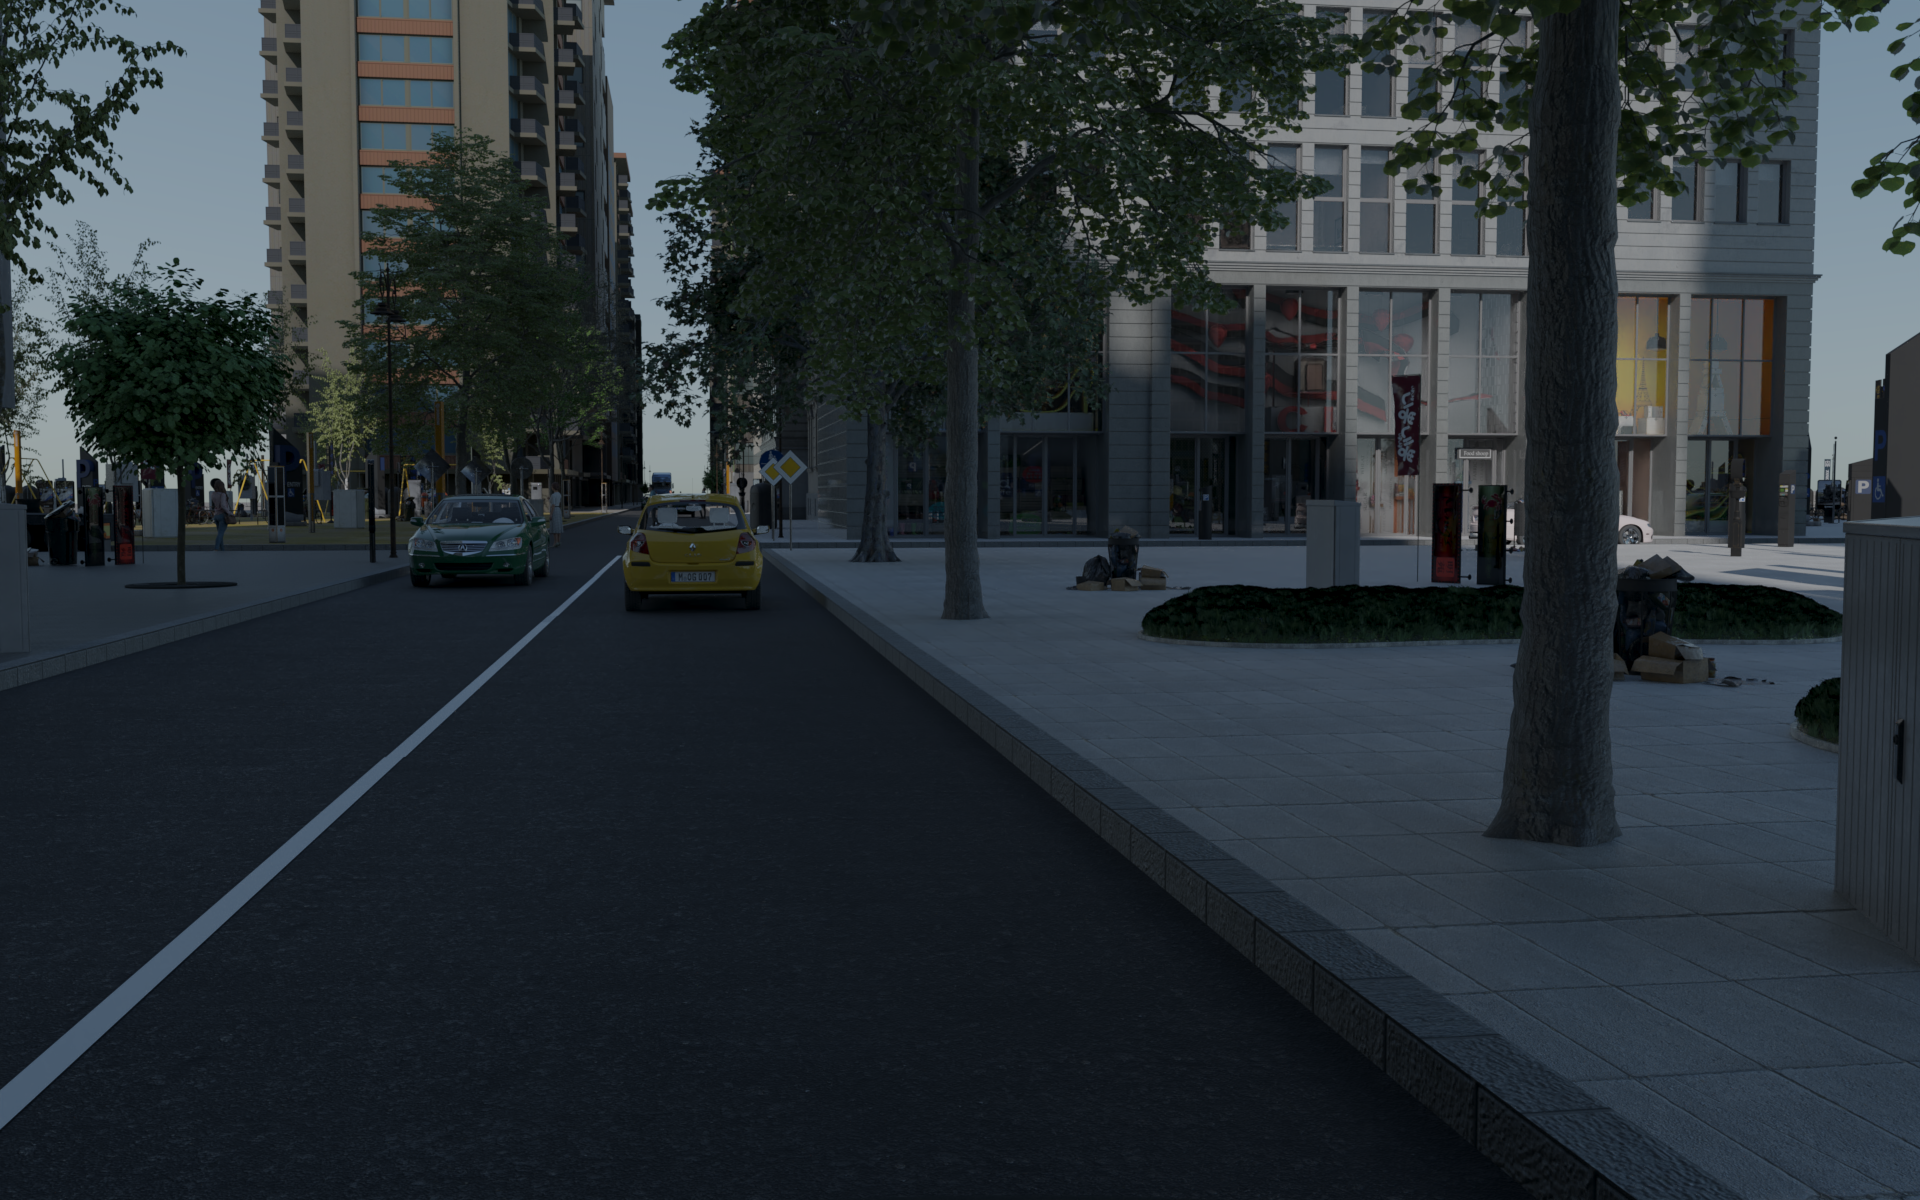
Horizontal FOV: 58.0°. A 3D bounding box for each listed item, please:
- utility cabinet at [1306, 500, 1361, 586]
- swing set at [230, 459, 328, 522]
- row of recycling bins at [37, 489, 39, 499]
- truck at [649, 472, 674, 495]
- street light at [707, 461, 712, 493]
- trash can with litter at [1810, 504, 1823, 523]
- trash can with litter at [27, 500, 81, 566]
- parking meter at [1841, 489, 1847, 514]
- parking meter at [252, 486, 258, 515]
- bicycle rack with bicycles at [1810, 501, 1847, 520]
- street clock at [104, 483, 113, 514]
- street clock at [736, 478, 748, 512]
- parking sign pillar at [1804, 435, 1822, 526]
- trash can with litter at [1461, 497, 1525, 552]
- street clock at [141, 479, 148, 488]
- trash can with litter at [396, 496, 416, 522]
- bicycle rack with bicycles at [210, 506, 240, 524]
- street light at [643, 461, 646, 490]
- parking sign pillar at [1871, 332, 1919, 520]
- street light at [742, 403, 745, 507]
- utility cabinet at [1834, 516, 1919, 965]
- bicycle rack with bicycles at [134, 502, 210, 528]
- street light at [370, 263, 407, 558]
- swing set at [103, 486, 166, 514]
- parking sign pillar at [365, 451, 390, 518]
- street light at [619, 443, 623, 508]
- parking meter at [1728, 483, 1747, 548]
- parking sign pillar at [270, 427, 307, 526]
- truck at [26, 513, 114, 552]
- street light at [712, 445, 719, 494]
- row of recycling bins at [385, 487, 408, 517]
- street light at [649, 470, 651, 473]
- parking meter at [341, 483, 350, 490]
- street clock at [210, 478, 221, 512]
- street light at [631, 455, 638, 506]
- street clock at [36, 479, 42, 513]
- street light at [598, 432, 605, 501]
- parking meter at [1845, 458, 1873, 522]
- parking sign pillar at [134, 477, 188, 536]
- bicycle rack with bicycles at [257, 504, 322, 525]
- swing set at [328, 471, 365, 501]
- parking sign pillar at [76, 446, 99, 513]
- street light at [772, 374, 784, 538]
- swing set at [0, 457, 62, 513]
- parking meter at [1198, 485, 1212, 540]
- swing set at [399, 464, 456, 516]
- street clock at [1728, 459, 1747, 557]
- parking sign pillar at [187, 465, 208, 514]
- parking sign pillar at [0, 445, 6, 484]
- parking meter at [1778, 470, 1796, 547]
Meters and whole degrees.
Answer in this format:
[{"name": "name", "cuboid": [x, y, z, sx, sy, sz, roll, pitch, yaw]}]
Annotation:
[{"name": "utility cabinet", "cuboid": [3.970, -0.445, 18.438, 0.306, 1.237, 1.020, 0, 4, -5]}, {"name": "swing set", "cuboid": [-31.084, -4.957, 78.666, 3.119, 2.851, 2.862, 1, 4, 20]}, {"name": "row of recycling bins", "cuboid": [-53.524, -5.586, 98.442, 1.069, 1.692, 3.534, 0, 4, 0]}, {"name": "truck", "cuboid": [-37.784, -14.118, 220.588, 2.967, 4.110, 18.799, -1, 4, -8]}, {"name": "street light", "cuboid": [-28.085, -13.677, 196.399, 0.468, 5.910, 1.993, -1, 4, -9]}, {"name": "trash can with litter", "cuboid": [35.876, -3.777, 73.137, 1.055, 1.170, 0.624, 2, 4, 30]}, {"name": "trash can with litter", "cuboid": [-16.392, -1.206, 31.111, 1.055, 1.170, 0.624, -2, 4, -30]}, {"name": "parking meter", "cuboid": [47.250, -5.140, 92.442, 0.372, 1.533, 0.369, 0, 3, 0]}, {"name": "parking meter", "cuboid": [-43.205, -6.136, 106.034, 0.399, 1.863, 0.255, 0, 4, 3]}, {"name": "bicycle rack with bicycles", "cuboid": [42.386, -4.400, 85.324, 2.852, 0.926, 2.925, -3, 5, -42]}, {"name": "street clock", "cuboid": [-44.521, -5.271, 90.743, 0.471, 2.002, 0.358, 0, 4, 1]}, {"name": "street clock", "cuboid": [-9.542, -4.359, 75.842, 0.471, 2.002, 0.358, 2, 4, 34]}, {"name": "parking sign pillar", "cuboid": [33.825, -4.955, 69.478, 1.447, 3.967, 1.447, 1, 4, 19]}, {"name": "trash can with litter", "cuboid": [12.344, -1.713, 39.064, 2.233, 1.210, 1.678, 0, 4, 8]}, {"name": "street clock", "cuboid": [-28.453, -3.442, 60.849, 0.471, 2.002, 0.358, -3, 5, -44]}, {"name": "trash can with litter", "cuboid": [-25.943, -4.253, 80.916, 1.055, 1.170, 0.624, 2, 4, 27]}, {"name": "bicycle rack with bicycles", "cuboid": [-31.932, -3.650, 73.059, 2.852, 0.926, 2.925, 3, 4, 38]}, {"name": "street light", "cuboid": [-43.575, -16.304, 239.364, 0.468, 5.910, 1.993, -1, 4, -9]}, {"name": "parking sign pillar", "cuboid": [12.673, -2.087, 22.598, 1.447, 3.967, 1.447, 0, 4, 3]}, {"name": "street light", "cuboid": [-10.751, -6.924, 86.001, 0.468, 5.910, 1.993, -1, 4, -9]}, {"name": "utility cabinet", "cuboid": [2.843, 0.373, 5.065, 0.306, 1.237, 1.020, 1, 4, 14]}, {"name": "bicycle rack with bicycles", "cuboid": [-30.502, -3.208, 65.826, 2.852, 0.926, 2.925, -1, 4, -9]}, {"name": "street light", "cuboid": [-11.439, -3.792, 34.792, 0.468, 5.910, 1.993, -1, 4, -9]}, {"name": "swing set", "cuboid": [-48.824, -6.431, 102.770, 2.862, 2.851, 3.119, 1, 4, 22]}, {"name": "parking sign pillar", "cuboid": [-31.103, -6.337, 92.090, 1.447, 3.967, 1.447, 3, 5, 43]}, {"name": "street light", "cuboid": [-30.714, -11.281, 157.238, 0.468, 5.910, 1.993, -1, 4, -9]}, {"name": "parking meter", "cuboid": [18.466, -2.003, 41.162, 0.372, 1.533, 0.369, 0, 3, 0]}, {"name": "parking sign pillar", "cuboid": [-26.873, -4.933, 69.127, 1.447, 3.967, 1.447, 2, 4, 24]}, {"name": "truck", "cuboid": [-29.603, -3.068, 39.924, 18.799, 4.110, 2.967, -1, 4, -10]}, {"name": "street light", "cuboid": [-22.627, -11.529, 161.284, 0.468, 5.910, 1.993, -1, 4, -9]}, {"name": "row of recycling bins", "cuboid": [-32.462, -5.601, 98.682, 3.534, 1.692, 1.069, 1, 4, 17]}, {"name": "street light", "cuboid": [-49.269, -18.504, 275.320, 0.468, 5.910, 1.993, -1, 4, -9]}, {"name": "parking meter", "cuboid": [-31.052, -5.002, 87.487, 0.255, 1.863, 0.399, 3, 5, 44]}, {"name": "street clock", "cuboid": [-33.442, -4.486, 77.910, 0.471, 2.002, 0.358, -3, 4, -38]}, {"name": "street light", "cuboid": [-36.441, -13.481, 193.208, 0.468, 5.910, 1.993, -1, 4, -9]}, {"name": "street clock", "cuboid": [-45.280, -4.939, 85.320, 0.471, 2.002, 0.358, -2, 4, -25]}, {"name": "street light", "cuboid": [-25.242, -9.134, 122.126, 0.468, 5.910, 1.993, -1, 4, -9]}, {"name": "parking meter", "cuboid": [14.432, -1.350, 27.792, 0.399, 1.863, 0.255, 1, 4, 15]}, {"name": "parking sign pillar", "cuboid": [-24.745, -3.965, 53.299, 1.447, 3.967, 1.447, -2, 4, -28]}, {"name": "bicycle rack with bicycles", "cuboid": [-28.014, -3.642, 72.930, 2.852, 0.926, 2.925, 2, 4, 26]}, {"name": "swing set", "cuboid": [-40.488, -7.254, 116.226, 3.119, 2.851, 2.862, 0, 4, 7]}, {"name": "parking sign pillar", "cuboid": [-48.886, -6.641, 97.058, 1.447, 3.967, 1.447, 2, 4, 24]}, {"name": "street light", "cuboid": [-5.270, -4.770, 50.782, 0.468, 5.910, 1.993, -1, 4, -9]}, {"name": "swing set", "cuboid": [-40.367, -4.712, 74.668, 2.862, 2.851, 3.119, -1, 4, -10]}, {"name": "parking meter", "cuboid": [6.885, -2.459, 48.609, 0.372, 1.533, 0.369, 0, 3, 0]}, {"name": "swing set", "cuboid": [-27.704, -5.687, 90.606, 3.119, 2.851, 2.862, 0, 4, -4]}, {"name": "street clock", "cuboid": [15.939, -1.893, 35.514, 0.358, 2.002, 0.471, 2, 4, 32]}, {"name": "parking sign pillar", "cuboid": [-47.162, -7.231, 106.700, 1.447, 3.967, 1.447, 1, 4, 13]}, {"name": "parking sign pillar", "cuboid": [-52.315, -6.445, 93.849, 1.447, 3.967, 1.447, 0, 4, 8]}, {"name": "parking meter", "cuboid": [19.998, -2.213, 41.896, 0.399, 1.863, 0.255, -3, 5, -41]}]
